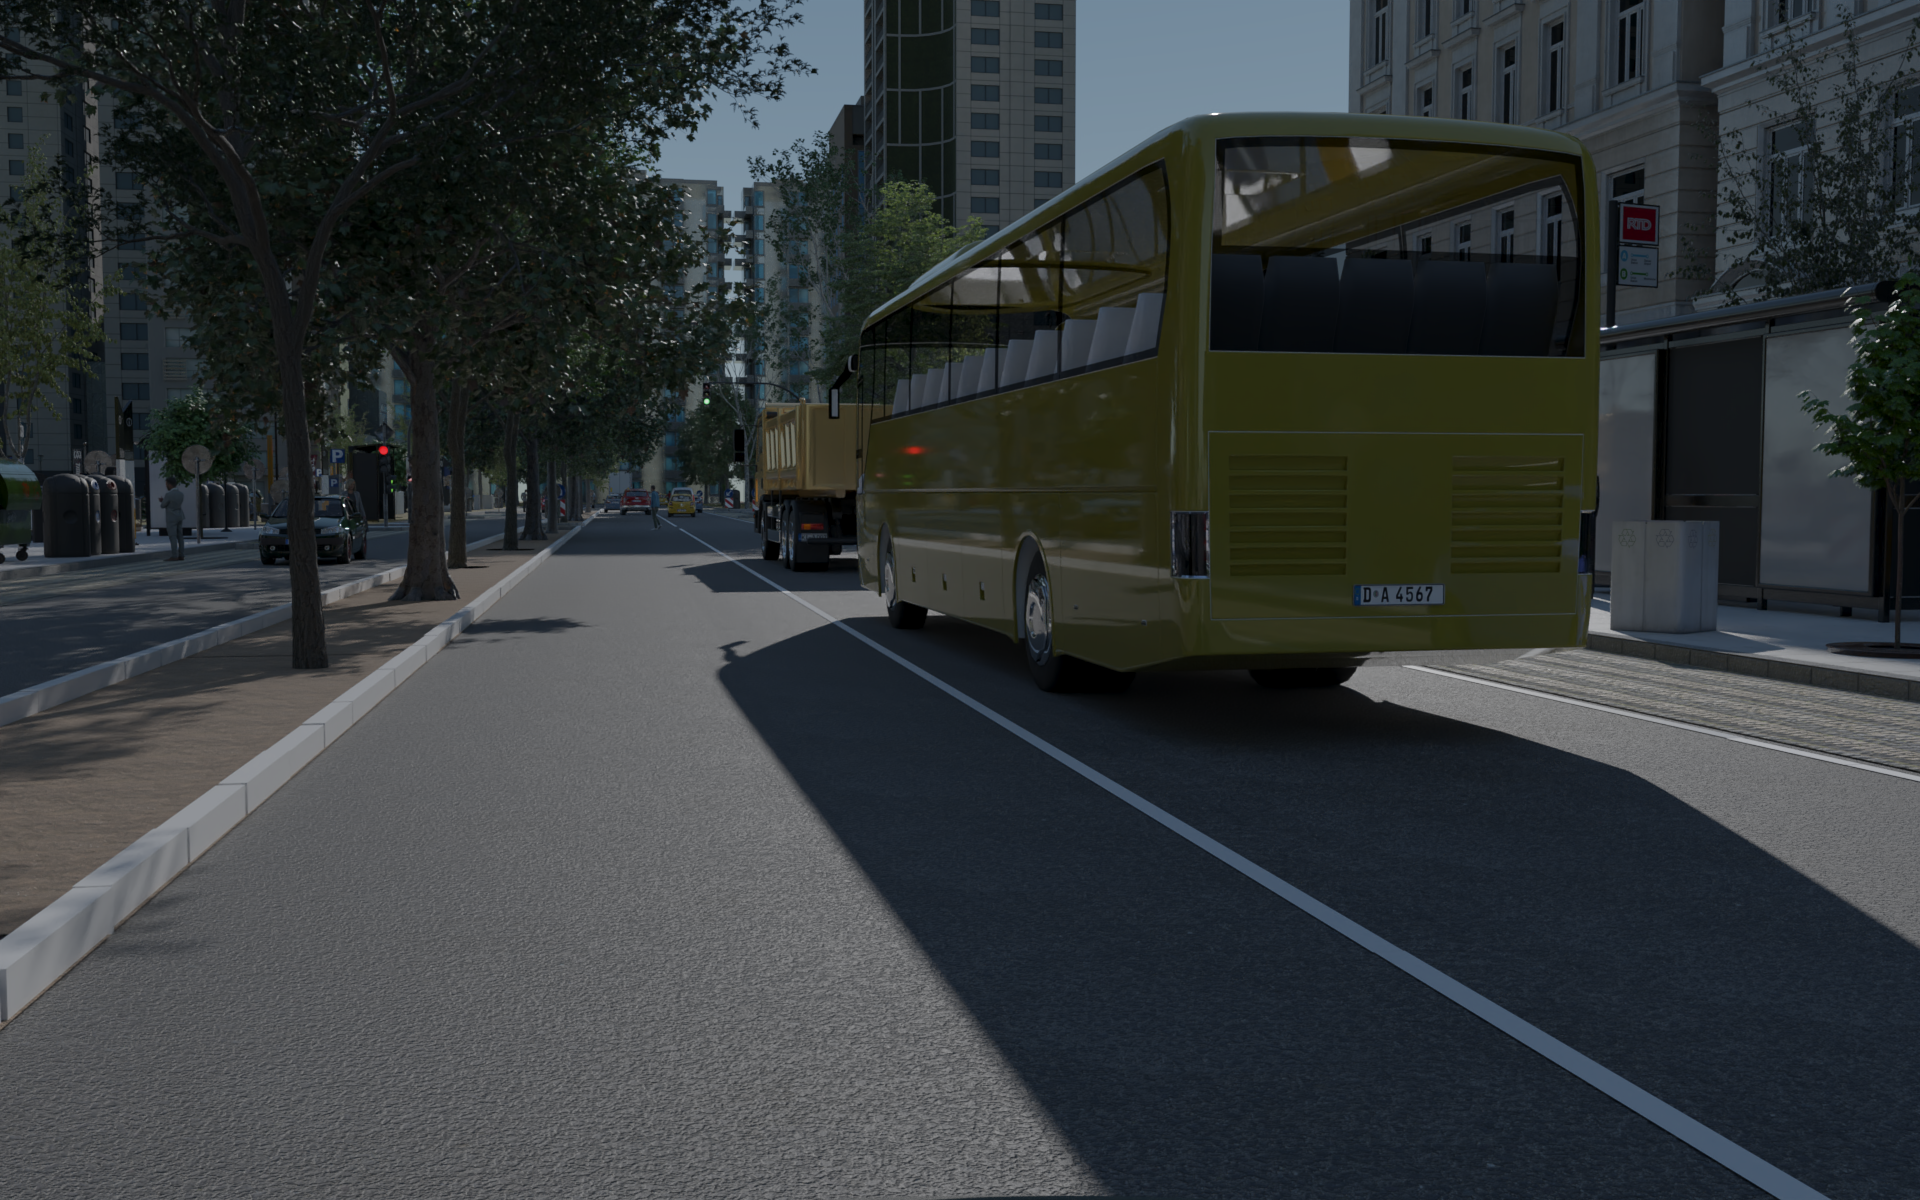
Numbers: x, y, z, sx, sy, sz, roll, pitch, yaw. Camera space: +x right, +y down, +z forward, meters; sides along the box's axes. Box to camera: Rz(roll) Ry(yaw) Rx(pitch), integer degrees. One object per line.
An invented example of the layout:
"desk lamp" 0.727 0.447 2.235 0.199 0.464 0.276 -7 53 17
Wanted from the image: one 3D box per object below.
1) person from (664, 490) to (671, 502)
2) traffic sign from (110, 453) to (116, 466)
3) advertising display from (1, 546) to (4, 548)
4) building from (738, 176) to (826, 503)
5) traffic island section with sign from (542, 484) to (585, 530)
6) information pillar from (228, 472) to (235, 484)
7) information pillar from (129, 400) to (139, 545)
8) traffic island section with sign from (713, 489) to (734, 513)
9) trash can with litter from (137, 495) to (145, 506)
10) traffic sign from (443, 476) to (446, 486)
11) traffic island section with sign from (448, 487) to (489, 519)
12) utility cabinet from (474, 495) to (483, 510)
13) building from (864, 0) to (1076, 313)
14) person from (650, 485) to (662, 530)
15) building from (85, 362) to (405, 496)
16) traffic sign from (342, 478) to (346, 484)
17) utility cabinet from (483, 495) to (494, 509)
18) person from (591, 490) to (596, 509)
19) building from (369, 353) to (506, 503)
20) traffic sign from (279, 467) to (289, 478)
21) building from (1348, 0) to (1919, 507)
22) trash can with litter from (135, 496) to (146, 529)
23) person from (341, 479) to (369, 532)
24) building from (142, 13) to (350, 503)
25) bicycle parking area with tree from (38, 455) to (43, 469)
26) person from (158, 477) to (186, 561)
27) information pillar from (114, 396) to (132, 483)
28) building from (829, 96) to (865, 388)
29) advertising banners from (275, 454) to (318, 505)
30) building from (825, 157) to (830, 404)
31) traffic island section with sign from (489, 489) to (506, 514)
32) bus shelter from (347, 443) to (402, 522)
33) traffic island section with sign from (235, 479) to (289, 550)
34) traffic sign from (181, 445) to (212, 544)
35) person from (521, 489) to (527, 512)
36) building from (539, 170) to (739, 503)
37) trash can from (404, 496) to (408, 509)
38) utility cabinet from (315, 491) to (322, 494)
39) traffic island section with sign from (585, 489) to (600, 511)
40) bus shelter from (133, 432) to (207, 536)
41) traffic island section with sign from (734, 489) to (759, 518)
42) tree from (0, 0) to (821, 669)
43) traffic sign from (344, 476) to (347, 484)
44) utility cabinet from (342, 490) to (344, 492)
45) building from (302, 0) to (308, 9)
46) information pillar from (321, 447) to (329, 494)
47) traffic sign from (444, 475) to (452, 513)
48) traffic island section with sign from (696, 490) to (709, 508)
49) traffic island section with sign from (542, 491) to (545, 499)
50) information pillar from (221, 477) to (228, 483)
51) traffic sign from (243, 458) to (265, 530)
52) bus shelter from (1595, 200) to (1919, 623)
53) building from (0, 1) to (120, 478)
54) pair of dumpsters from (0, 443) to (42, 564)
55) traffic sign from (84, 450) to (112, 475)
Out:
"person" -31.277 -10.887 186.438 1.348 1.831 0.705 -3 5 -42
"traffic sign" -26.153 -3.287 53.849 0.768 2.556 0.104 0 4 -1
"advertising display" -23.173 -2.196 41.116 0.974 1.923 0.123 0 4 3
"building" -19.182 -39.400 263.805 30.456 49.044 23.786 -1 4 -11
"traffic island section with sign" -17.735 -4.185 76.564 2.006 1.907 1.989 -1 4 -11
"information pillar" -50.223 -7.830 119.370 0.504 3.616 0.183 0 4 2
"information pillar" -20.685 -3.160 43.020 0.183 3.616 0.504 1 4 9
"traffic island section with sign" -17.517 -7.433 130.163 1.989 1.847 2.006 -1 4 -11
"trash can with litter" -64.556 -7.633 136.183 0.624 1.170 1.055 2 4 26
"traffic sign" -36.490 -7.456 122.003 0.768 2.556 0.104 0 4 -1
"traffic island section with sign" -28.438 -5.582 99.900 1.989 1.847 2.006 -1 4 -11
"utility cabinet" -39.179 -7.848 139.479 1.020 1.237 0.306 0 4 8
"building" -0.566 -45.318 179.203 20.563 71.187 20.611 -1 4 -11
"person" -12.057 -3.654 68.592 0.444 1.785 0.601 1 4 22
"building" -79.649 -53.745 191.408 31.000 86.520 22.319 -1 4 -11
"traffic sign" -34.930 -5.884 97.385 0.795 2.450 0.064 0 4 -5
"utility cabinet" -40.188 -8.339 147.511 1.020 1.237 0.306 2 4 28
"person" -34.973 -9.564 164.850 0.705 1.826 1.348 1 4 17
"building" -79.770 -38.670 251.863 30.456 49.044 23.786 -1 4 -11
"traffic sign" -30.954 -4.874 79.794 0.768 2.556 0.104 -1 4 -9
"building" 21.197 -16.232 51.305 13.634 28.700 20.117 -1 4 -11
"trash can with litter" -30.636 -3.202 63.406 1.678 1.210 2.233 2 4 28
"person" -14.595 -2.019 41.701 0.709 1.800 0.728 -2 4 -35
"building" -62.096 -28.622 151.564 14.154 41.232 14.086 -1 4 -11
"bicycle parking area with tree" -65.735 -8.711 129.430 8.231 4.147 9.016 -1 4 -23
"person" -16.842 -1.731 36.983 0.466 1.800 0.511 0 4 -1
"information pillar" -20.214 -3.080 41.711 0.183 3.616 0.504 -1 4 -12
"building" -7.089 -33.421 196.548 14.600 45.320 14.200 -1 4 -11
"advertising banners" -29.105 -4.877 75.920 0.090 3.025 2.074 3 5 42
"building" -9.497 -32.232 210.586 14.154 41.232 14.086 -1 4 -11
"traffic island section with sign" -33.590 -7.201 126.360 1.989 1.847 2.006 -1 4 -11
"bus shelter" -27.649 -5.547 81.969 1.731 3.624 6.357 -1 4 -11
"traffic island section with sign" -17.811 -2.255 45.497 1.989 1.847 2.006 -1 4 -11
"traffic sign" -19.729 -2.734 44.813 0.768 2.556 0.104 0 4 -8
"person" -34.137 -7.779 135.867 0.592 1.802 0.473 3 4 38
"building" -49.491 -39.037 257.856 30.456 49.044 23.786 -1 4 -11
"trash can" -46.762 -8.199 145.703 0.748 1.137 0.748 0 3 0
"utility cabinet" -42.791 -6.551 115.779 1.173 1.500 0.318 0 4 0
"traffic island section with sign" -32.138 -8.696 150.315 2.006 1.907 1.989 -1 4 -11
"bus shelter" -24.580 -3.760 55.398 2.014 3.302 5.546 -1 4 -11
"traffic island section with sign" -12.228 -5.778 103.090 1.989 1.847 2.006 -1 4 -11
"tree" -5.372 -4.731 14.228 8.767 10.594 7.601 -1 4 -11
"traffic sign" -35.319 -6.050 100.100 0.795 2.450 0.064 0 4 -4
"utility cabinet" -28.227 -4.271 78.513 0.318 1.500 1.173 0 4 -2
"building" -69.494 -44.616 167.722 20.563 71.187 20.611 -1 4 -11
"information pillar" -27.945 -5.190 76.218 0.183 3.616 0.504 0 4 8
"traffic sign" -33.663 -6.993 114.448 0.768 2.556 0.104 0 4 -6
"traffic island section with sign" -27.009 -10.408 178.792 1.989 1.847 2.006 -1 4 -11
"traffic island section with sign" -48.588 -11.896 203.121 1.989 1.847 2.006 -1 4 -11
"information pillar" -47.415 -7.333 111.248 0.183 3.616 0.504 -2 4 -35
"traffic sign" -25.260 -3.786 61.999 0.768 2.556 0.104 0 4 -4
"bus shelter" 9.160 -2.678 21.424 2.179 5.291 8.768 -1 4 -11
"building" -105.204 -45.849 187.877 20.611 71.187 20.563 -1 4 -11
"pair of dumpsters" -17.950 -1.744 31.006 1.574 2.255 4.437 -1 4 -11
"traffic sign" -25.002 -3.068 50.261 0.768 2.556 0.104 -1 4 -10
